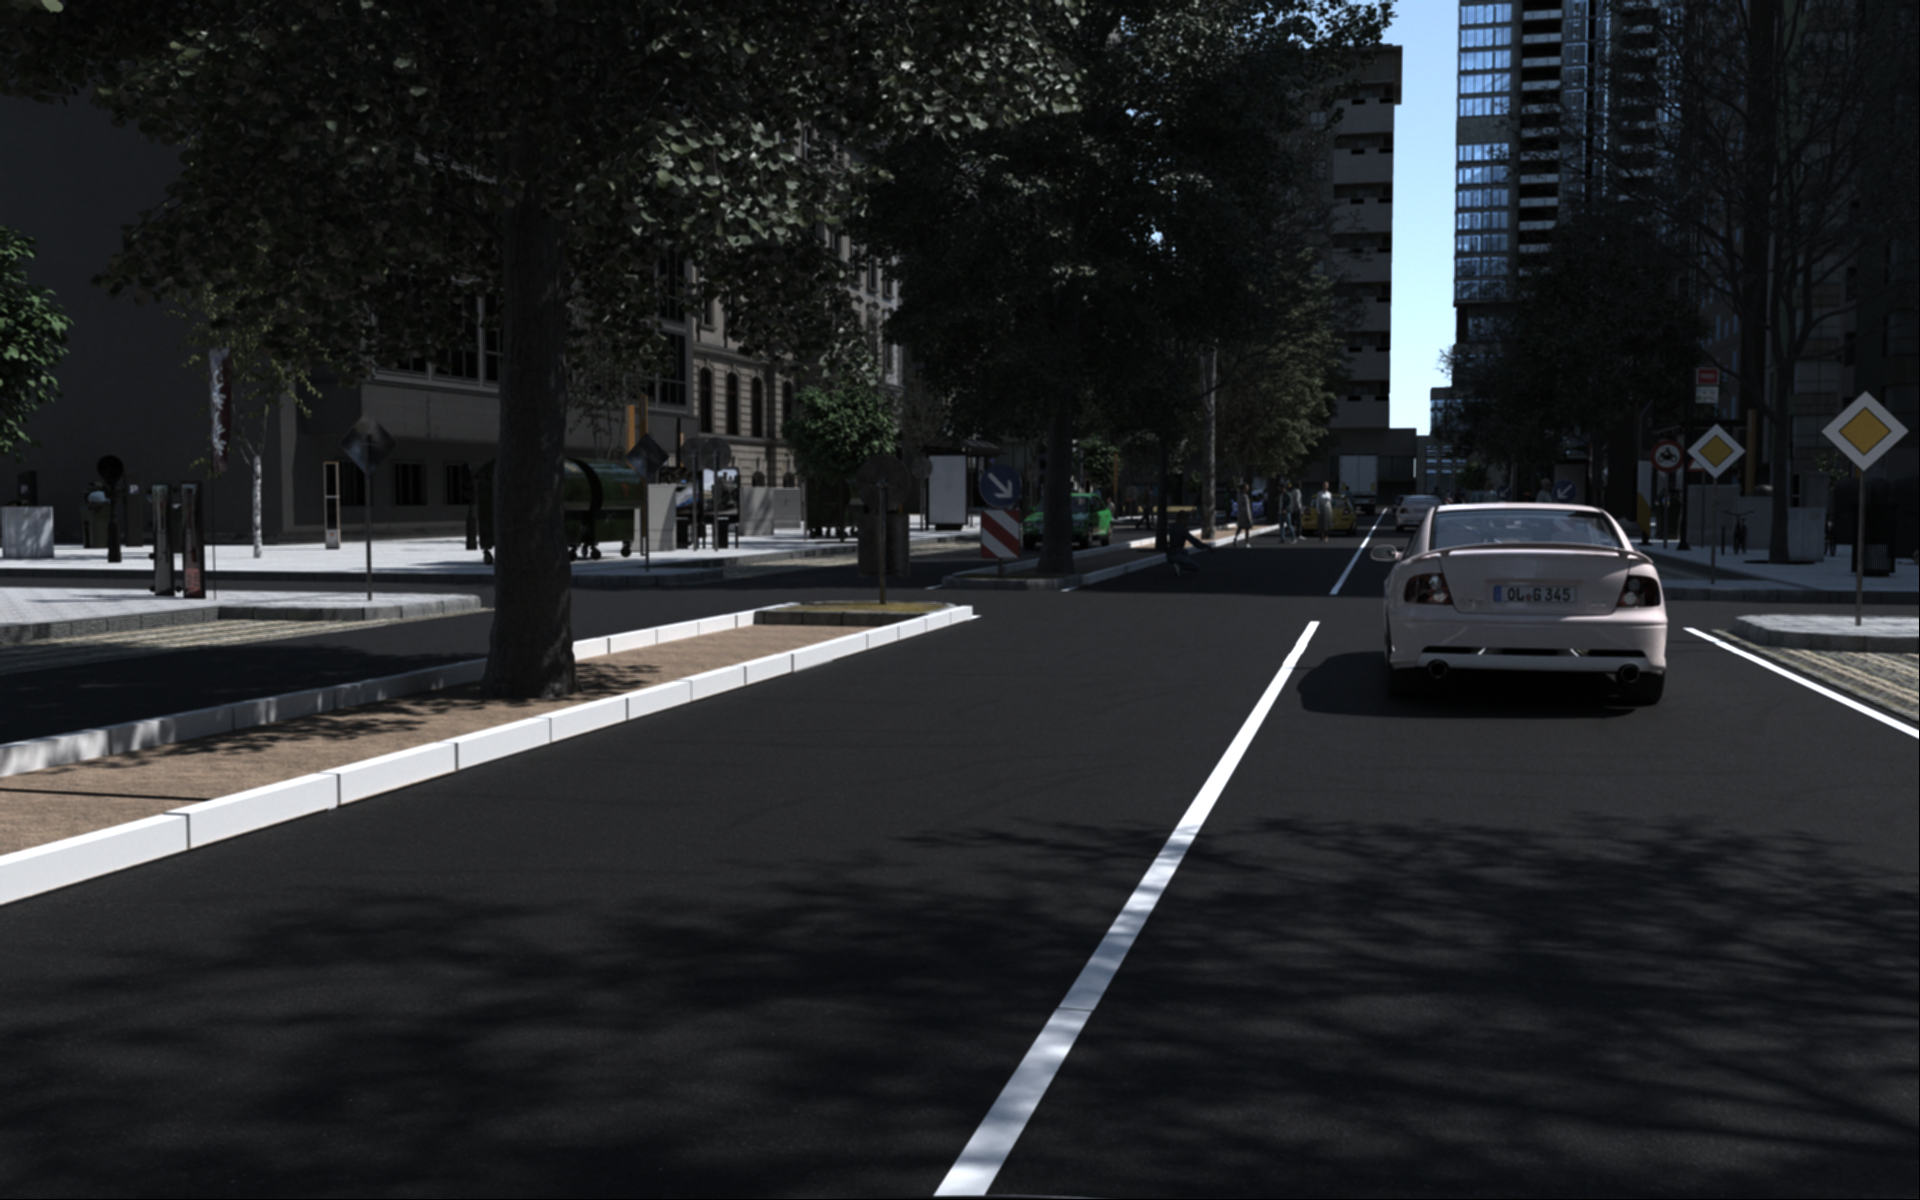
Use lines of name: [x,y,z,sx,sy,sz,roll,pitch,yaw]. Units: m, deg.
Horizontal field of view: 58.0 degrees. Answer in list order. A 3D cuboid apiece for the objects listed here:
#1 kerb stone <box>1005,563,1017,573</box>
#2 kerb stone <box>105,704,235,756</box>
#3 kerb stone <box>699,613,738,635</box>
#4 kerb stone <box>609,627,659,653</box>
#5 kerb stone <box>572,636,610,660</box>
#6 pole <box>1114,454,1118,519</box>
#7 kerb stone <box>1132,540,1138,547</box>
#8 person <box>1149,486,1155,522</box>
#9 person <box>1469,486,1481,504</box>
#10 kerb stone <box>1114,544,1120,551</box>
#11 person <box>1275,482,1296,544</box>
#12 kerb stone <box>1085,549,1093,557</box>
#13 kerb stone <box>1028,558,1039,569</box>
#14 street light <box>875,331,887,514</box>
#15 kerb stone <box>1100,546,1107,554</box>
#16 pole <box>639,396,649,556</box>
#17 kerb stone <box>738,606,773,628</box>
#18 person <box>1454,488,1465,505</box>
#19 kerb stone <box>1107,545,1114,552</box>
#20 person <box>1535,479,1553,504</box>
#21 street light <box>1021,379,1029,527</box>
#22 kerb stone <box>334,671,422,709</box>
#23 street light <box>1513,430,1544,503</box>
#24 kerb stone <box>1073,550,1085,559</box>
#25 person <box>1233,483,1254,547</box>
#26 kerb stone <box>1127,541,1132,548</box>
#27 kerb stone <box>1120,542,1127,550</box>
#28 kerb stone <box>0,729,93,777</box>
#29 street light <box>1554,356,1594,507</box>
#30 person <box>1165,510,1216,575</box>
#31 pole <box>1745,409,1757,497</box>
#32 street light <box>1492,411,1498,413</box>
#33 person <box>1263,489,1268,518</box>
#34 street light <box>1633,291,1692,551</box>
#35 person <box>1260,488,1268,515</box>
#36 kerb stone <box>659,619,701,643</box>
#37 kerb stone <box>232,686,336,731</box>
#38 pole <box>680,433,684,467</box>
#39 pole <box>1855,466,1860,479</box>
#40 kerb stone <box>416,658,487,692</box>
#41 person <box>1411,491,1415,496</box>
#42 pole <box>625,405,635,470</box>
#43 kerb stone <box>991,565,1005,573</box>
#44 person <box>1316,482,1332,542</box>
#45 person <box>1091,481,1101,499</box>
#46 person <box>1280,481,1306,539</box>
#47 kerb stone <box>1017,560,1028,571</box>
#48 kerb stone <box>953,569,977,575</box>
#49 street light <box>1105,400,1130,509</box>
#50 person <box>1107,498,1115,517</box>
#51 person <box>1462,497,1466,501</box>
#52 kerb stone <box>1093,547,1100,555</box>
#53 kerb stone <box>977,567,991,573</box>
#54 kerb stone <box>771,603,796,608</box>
kerb stone: [0.815,-0.556,31.368,0.120,0.150,1.000,1,4,14]
kerb stone: [-4.562,0.750,9.955,0.120,0.150,1.000,1,4,14]
kerb stone: [-2.566,0.262,17.938,0.120,0.150,1.000,1,4,14]
kerb stone: [-3.058,0.382,15.946,0.120,0.150,1.000,1,4,14]
kerb stone: [-3.316,0.443,14.948,0.120,0.150,1.000,1,4,14]
pole: [7.868,-5.721,87.376,0.158,3.312,0.155,0,3,0]
kerb stone: [4.562,-1.474,46.295,0.120,0.150,1.000,1,4,14]
person: [8.875,-4.454,81.527,0.583,1.804,0.606,1,4,11]
person: [23.683,-4.335,79.392,0.660,1.820,0.620,-1,4,-15]
kerb stone: [3.813,-1.291,43.308,0.120,0.150,1.000,1,4,14]
person: [9.407,-2.532,50.250,0.721,1.781,0.623,-3,5,-41]
kerb stone: [2.817,-1.048,39.327,0.120,0.150,1.000,1,4,14]
kerb stone: [1.321,-0.681,33.357,0.120,0.150,1.000,1,4,14]
street light: [-1.791,-4.613,47.966,1.470,5.913,1.316,1,4,14]
kerb stone: [3.314,-1.170,41.321,0.120,0.150,1.000,1,4,14]
pole: [-6.563,-2.576,35.959,0.158,3.312,0.155,0,3,0]
kerb stone: [-2.306,0.202,18.926,0.120,0.150,1.000,1,4,14]
person: [28.712,-5.529,99.354,0.683,1.767,0.568,-1,4,-21]
kerb stone: [3.557,-1.221,42.314,0.120,0.150,1.000,1,4,14]
person: [12.696,-1.762,37.802,0.515,1.767,0.782,3,4,39]
street light: [3.067,-5.793,67.260,1.470,5.913,1.316,1,4,14]
kerb stone: [-4.060,0.632,11.956,0.120,0.150,1.000,1,4,14]
street light: [25.476,-6.412,77.385,1.470,5.913,1.316,1,4,14]
kerb stone: [2.561,-0.987,38.332,0.120,0.150,1.000,1,4,14]
person: [7.579,-2.268,46.338,0.466,1.731,0.760,2,4,33]
kerb stone: [4.310,-1.413,45.301,0.120,0.150,1.000,1,4,14]
kerb stone: [4.070,-1.352,44.307,0.120,0.150,1.000,1,4,14]
kerb stone: [-4.818,0.809,8.961,0.120,0.150,1.000,1,4,14]
street light: [20.733,-5.255,58.459,1.470,5.913,1.316,1,4,14]
person: [3.956,-1.032,30.870,0.738,1.151,1.012,-2,4,-30]
pole: [19.049,-2.930,41.753,0.158,3.312,0.155,0,3,0]
street light: [30.312,-7.578,96.435,1.470,5.913,1.316,1,4,14]
person: [18.440,-5.831,104.779,0.436,1.711,0.756,2,4,32]
street light: [15.990,-4.094,39.485,1.470,5.913,1.316,1,4,14]
person: [20.599,-6.613,116.614,1.348,1.826,0.705,1,4,12]
kerb stone: [-2.811,0.321,16.944,0.120,0.150,1.000,1,4,14]
kerb stone: [-4.313,0.688,10.950,0.120,0.150,1.000,1,4,14]
pole: [-9.338,-3.921,57.946,0.158,3.312,0.155,0,3,0]
pole: [29.737,-3.883,57.337,0.158,3.312,0.155,0,3,0]
kerb stone: [-3.812,0.567,12.952,0.120,0.150,1.000,1,4,14]
person: [40.774,-8.997,156.310,1.217,1.735,0.721,-3,5,-40]
pole: [-7.565,-2.809,39.778,0.158,3.312,0.155,0,3,0]
kerb stone: [0.568,-0.498,30.375,0.120,0.150,1.000,1,4,14]
person: [10.859,-2.628,51.690,0.478,1.798,0.641,1,4,9]
person: [4.294,-2.812,54.338,0.748,1.841,0.638,0,4,-8]
person: [10.589,-2.853,55.000,0.795,1.843,0.661,-1,4,-10]
kerb stone: [1.070,-0.617,32.367,0.120,0.150,1.000,1,4,14]
kerb stone: [0.060,-0.378,28.379,0.120,0.150,1.000,1,4,14]
street light: [7.836,-6.950,86.180,1.470,5.913,1.316,1,4,14]
person: [6.678,-3.890,76.787,0.352,1.250,0.332,0,4,1]
person: [50.289,-9.903,173.672,1.065,1.426,0.557,-2,4,-31]
kerb stone: [3.063,-1.109,40.323,0.120,0.150,1.000,1,4,14]
kerb stone: [0.309,-0.439,29.372,0.120,0.150,1.000,1,4,14]
kerb stone: [-2.063,0.139,19.928,0.120,0.150,1.000,1,4,14]
